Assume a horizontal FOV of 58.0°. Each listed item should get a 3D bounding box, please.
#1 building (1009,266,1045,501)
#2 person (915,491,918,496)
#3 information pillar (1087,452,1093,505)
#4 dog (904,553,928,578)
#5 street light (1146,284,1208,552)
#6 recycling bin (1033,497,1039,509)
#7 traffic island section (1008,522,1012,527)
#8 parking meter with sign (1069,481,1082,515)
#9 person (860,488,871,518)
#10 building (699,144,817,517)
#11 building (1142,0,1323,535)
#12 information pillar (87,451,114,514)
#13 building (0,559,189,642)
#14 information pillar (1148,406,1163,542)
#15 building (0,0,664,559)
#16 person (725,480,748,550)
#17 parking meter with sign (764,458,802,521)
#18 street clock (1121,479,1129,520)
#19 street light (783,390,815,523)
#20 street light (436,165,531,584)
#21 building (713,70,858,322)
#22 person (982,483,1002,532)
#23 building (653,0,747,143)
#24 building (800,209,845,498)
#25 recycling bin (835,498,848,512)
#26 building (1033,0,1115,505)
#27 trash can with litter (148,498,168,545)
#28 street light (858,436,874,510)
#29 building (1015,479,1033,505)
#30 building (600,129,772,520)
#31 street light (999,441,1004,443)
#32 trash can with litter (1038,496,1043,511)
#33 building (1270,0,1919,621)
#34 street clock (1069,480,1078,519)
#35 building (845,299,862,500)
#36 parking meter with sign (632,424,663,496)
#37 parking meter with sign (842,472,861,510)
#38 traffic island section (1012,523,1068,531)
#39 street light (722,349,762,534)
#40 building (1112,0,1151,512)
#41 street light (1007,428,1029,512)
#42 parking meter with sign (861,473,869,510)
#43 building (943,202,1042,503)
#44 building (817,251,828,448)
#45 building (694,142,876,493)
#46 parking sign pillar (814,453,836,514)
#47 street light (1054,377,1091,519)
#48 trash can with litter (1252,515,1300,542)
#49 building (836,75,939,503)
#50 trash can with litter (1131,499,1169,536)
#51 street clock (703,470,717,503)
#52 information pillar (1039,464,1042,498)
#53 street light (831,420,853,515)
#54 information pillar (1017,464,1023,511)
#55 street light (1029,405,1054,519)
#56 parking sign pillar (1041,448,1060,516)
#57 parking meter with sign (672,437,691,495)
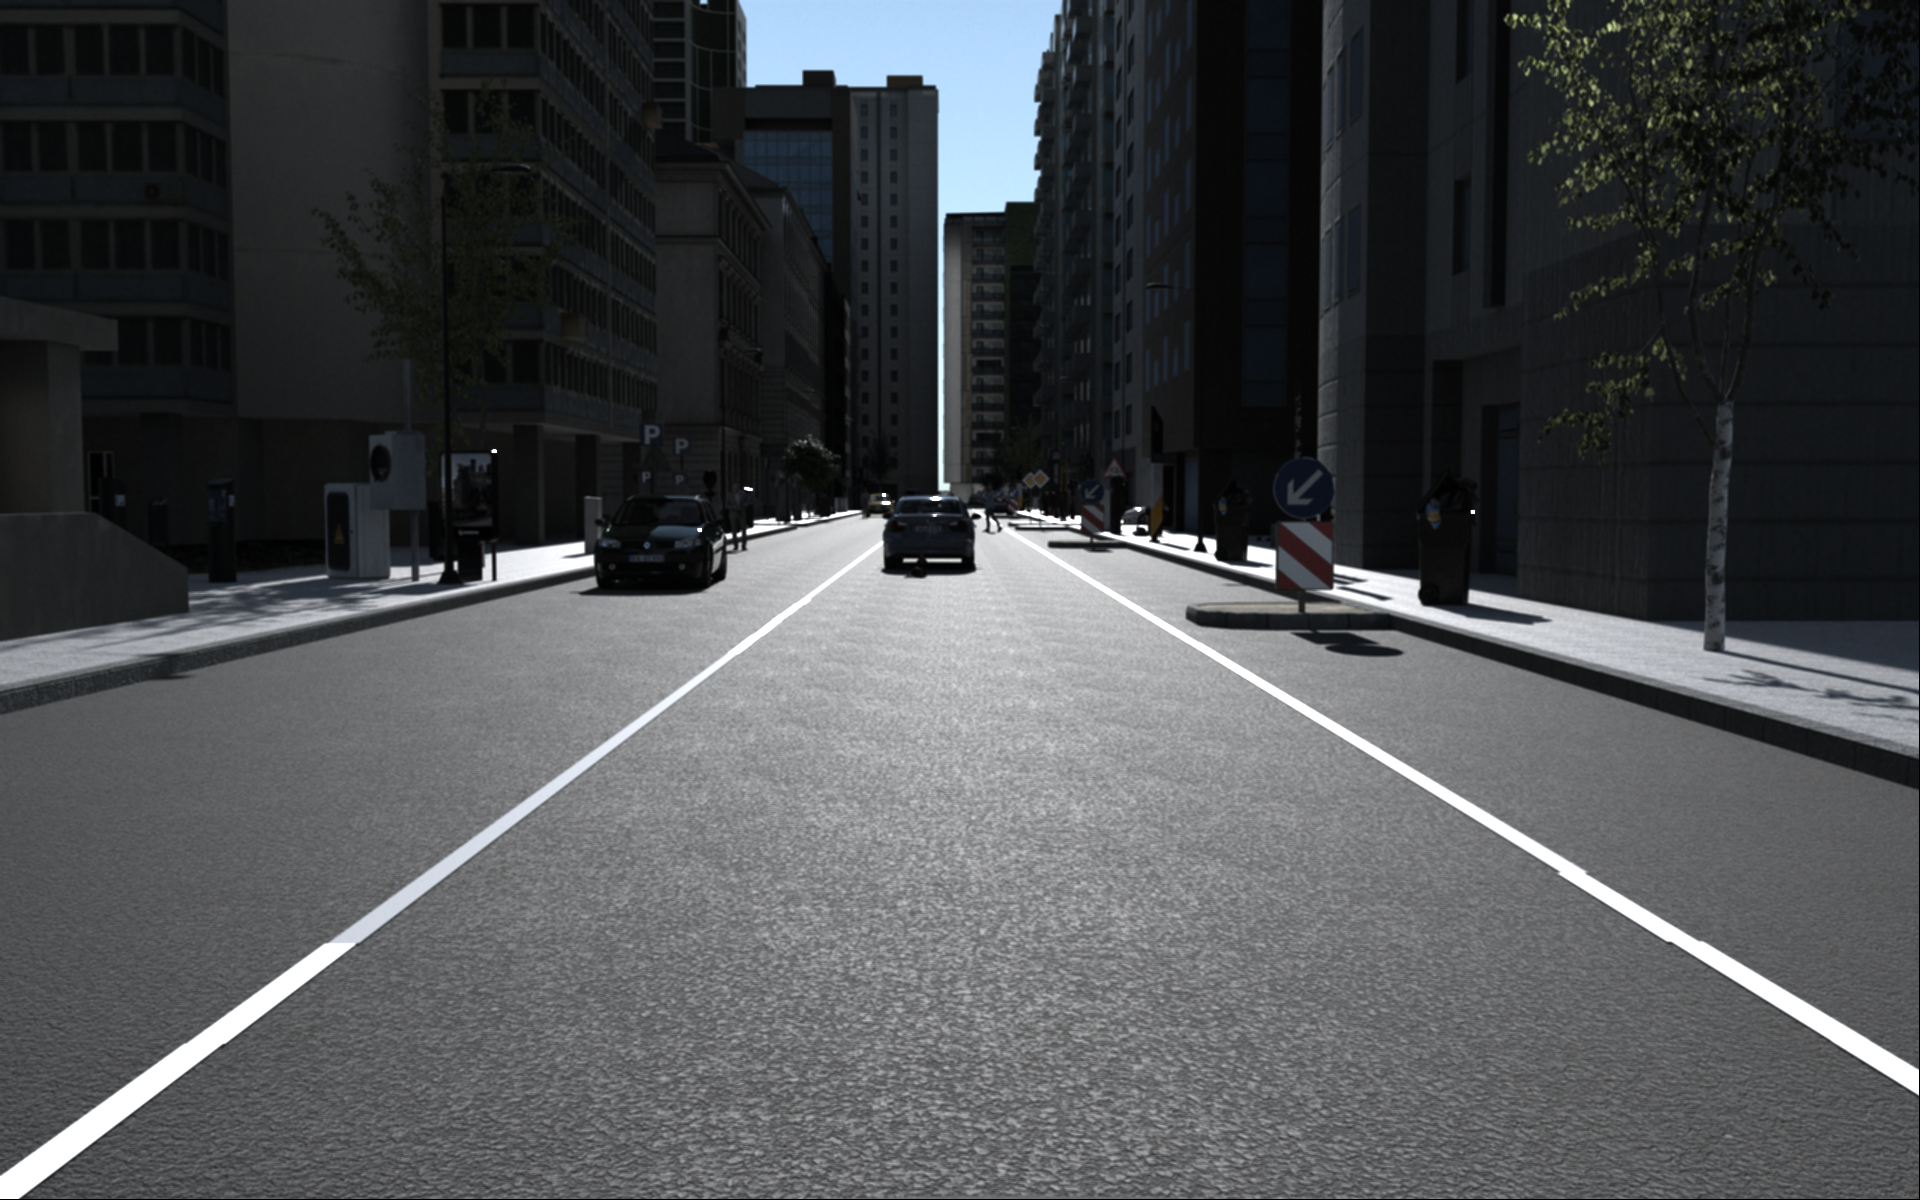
[{"bbox_3d":[13.182,-27.387,219.471,14.160,30.474,14.107,0,4,0],"label":"building"},{"bbox_3d":[-3.487,-7.819,137.338,0.522,1.701,0.512,0,4,3],"label":"person"},{"bbox_3d":[7.220,-6.421,96.334,0.183,3.616,0.504,-2,4,-35],"label":"information pillar"},{"bbox_3d":[-0.788,-0.602,30.043,0.748,0.427,0.550,-2,4,-34],"label":"dog"},{"bbox_3d":[4.811,-4.027,38.388,1.470,5.913,1.316,0,4,0],"label":"street light"},{"bbox_3d":[6.857,-8.494,151.428,0.722,1.027,0.722,-2,4,-34],"label":"recycling bin"},{"bbox_3d":[3.171,-3.368,77.348,2.009,0.180,2.903,0,4,0],"label":"traffic island section"},{"bbox_3d":[7.012,-6.605,104.248,0.543,3.016,1.738,-2,4,-32],"label":"parking meter with sign"},{"bbox_3d":[-5.602,-5.749,102.778,0.678,1.792,0.850,0,4,3],"label":"person"},{"bbox_3d":[-14.607,-15.762,106.853,9.793,20.994,18.267,0,4,0],"label":"building"},{"bbox_3d":[14.042,-25.025,59.272,14.600,45.320,14.200,0,4,0],"label":"building"},{"bbox_3d":[-14.666,-1.536,29.610,0.304,2.012,0.304,0,4,-1],"label":"information pillar"},{"bbox_3d":[-24.427,-19.489,10.532,32.217,40.220,23.993,0,4,0],"label":"building"},{"bbox_3d":[5.230,-3.349,46.109,0.183,3.616,0.504,3,4,38],"label":"information pillar"},{"bbox_3d":[-21.717,-21.964,50.991,23.993,40.220,32.217,0,4,0],"label":"building"},{"bbox_3d":[-5.660,-2.166,44.119,0.606,1.804,0.583,-1,4,-21],"label":"person"},{"bbox_3d":[-8.467,-5.313,83.129,1.738,3.016,0.543,-2,4,-25],"label":"parking meter with sign"},{"bbox_3d":[8.016,-4.916,84.941,0.471,2.002,0.358,1,4,19],"label":"street clock"},{"bbox_3d":[-7.170,-6.406,77.275,1.470,5.913,1.316,0,4,0],"label":"street light"},{"bbox_3d":[-6.750,-3.183,24.580,1.470,5.913,1.316,0,4,0],"label":"street light"},{"bbox_3d":[-18.317,-32.874,187.602,14.600,45.320,14.200,0,4,0],"label":"building"},{"bbox_3d":[1.215,-3.498,65.549,0.748,1.841,0.638,1,4,9],"label":"person"},{"bbox_3d":[-41.544,-49.413,246.147,20.611,71.187,20.563,0,4,0],"label":"building"},{"bbox_3d":[-16.106,-19.156,142.882,12.332,23.373,15.834,0,4,0],"label":"building"},{"bbox_3d":[-8.339,-6.736,122.681,0.722,1.027,0.722,0,4,7],"label":"recycling bin"},{"bbox_3d":[18.845,-33.832,172.755,23.786,49.044,30.456,0,4,0],"label":"building"},{"bbox_3d":[-15.300,-1.390,33.788,1.678,1.210,2.233,1,4,9],"label":"trash can with litter"},{"bbox_3d":[-7.538,-10.159,138.648,1.470,5.913,1.316,0,4,0],"label":"street light"},{"bbox_3d":[22.715,-31.091,200.226,32.217,40.220,23.993,0,4,0],"label":"building"},{"bbox_3d":[-15.757,-13.667,88.086,10.561,19.102,19.286,0,4,0],"label":"building"},{"bbox_3d":[4.137,-10.992,152.261,1.470,5.913,1.316,0,4,0],"label":"street light"},{"bbox_3d":[6.362,-7.217,129.392,1.055,1.170,0.624,1,4,8],"label":"trash can with litter"},{"bbox_3d":[17.318,-29.831,29.740,21.231,58.520,28.212,0,4,0],"label":"building"},{"bbox_3d":[5.698,-5.080,87.634,0.471,2.002,0.358,3,4,38],"label":"street clock"},{"bbox_3d":[-24.044,-19.678,166.778,27.650,21.520,28.899,0,4,0],"label":"building"},{"bbox_3d":[-7.962,-2.902,43.712,0.543,3.016,1.738,-1,4,-23],"label":"parking meter with sign"},{"bbox_3d":[-8.852,-8.526,135.660,1.738,3.016,0.543,0,4,7],"label":"parking meter with sign"},{"bbox_3d":[3.228,-2.880,69.363,2.009,0.180,2.903,0,4,0],"label":"traffic island section"},{"bbox_3d":[-7.051,-5.079,55.582,1.470,5.913,1.316,0,4,0],"label":"street light"},{"bbox_3d":[19.084,-39.770,88.490,20.611,71.187,20.563,0,4,0],"label":"building"},{"bbox_3d":[4.263,-9.115,121.574,1.470,5.913,1.316,0,4,0],"label":"street light"},{"bbox_3d":[-8.319,-8.863,141.163,1.738,3.016,0.543,-3,4,-38],"label":"parking meter with sign"},{"bbox_3d":[4.591,-34.289,244.227,14.086,41.232,14.154,0,4,0],"label":"building"},{"bbox_3d":[-15.012,-16.880,125.147,9.793,20.994,18.267,0,4,0],"label":"building"},{"bbox_3d":[-25.328,-34.259,214.763,28.867,44.769,22.147,0,4,0],"label":"building"},{"bbox_3d":[-8.724,-7.546,111.852,1.447,3.967,1.447,2,4,33],"label":"parking sign pillar"},{"bbox_3d":[4.649,-5.904,69.075,1.470,5.913,1.316,0,4,0],"label":"street light"},{"bbox_3d":[8.752,-2.185,46.774,2.233,1.210,1.678,1,4,18],"label":"trash can with litter"},{"bbox_3d":[-17.137,-43.126,247.105,28.212,58.520,21.231,0,4,0],"label":"building"},{"bbox_3d":[5.783,-2.529,52.739,1.055,1.170,0.624,-2,4,-31],"label":"trash can with litter"},{"bbox_3d":[-7.680,-2.977,53.246,0.358,2.002,0.471,-3,4,-37],"label":"street clock"},{"bbox_3d":[6.224,-8.714,133.824,0.183,3.616,0.504,1,4,13],"label":"information pillar"},{"bbox_3d":[-7.344,-8.283,107.961,1.470,5.913,1.316,0,4,0],"label":"street light"},{"bbox_3d":[4.540,-8.587,131.745,0.504,3.616,0.183,2,4,34],"label":"information pillar"},{"bbox_3d":[4.506,-7.207,90.375,1.470,5.913,1.316,0,4,0],"label":"street light"},{"bbox_3d":[5.537,-6.966,102.373,1.447,3.967,1.447,-1,4,-11],"label":"parking sign pillar"},{"bbox_3d":[-8.501,-3.443,52.560,0.543,3.016,1.738,0,4,-4],"label":"parking meter with sign"}]
